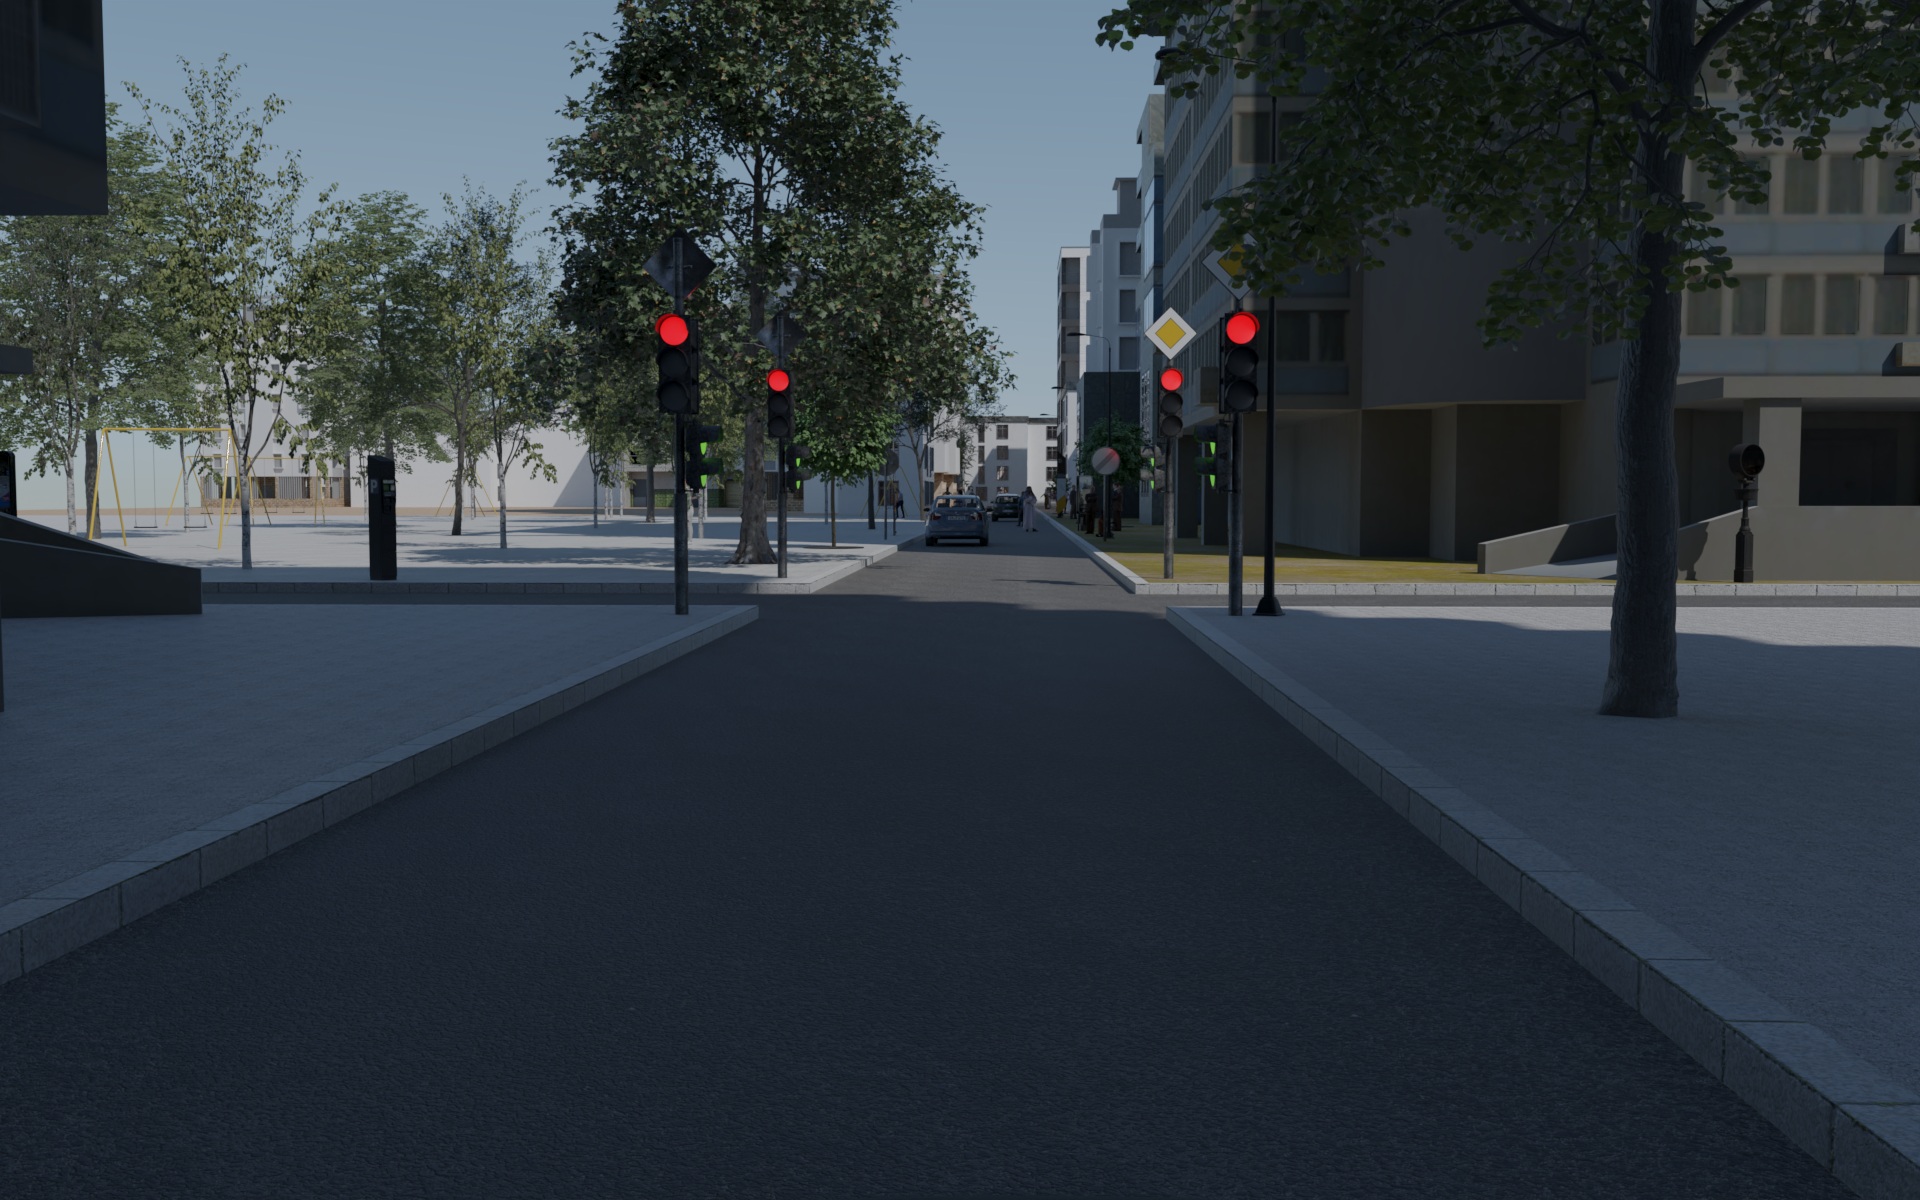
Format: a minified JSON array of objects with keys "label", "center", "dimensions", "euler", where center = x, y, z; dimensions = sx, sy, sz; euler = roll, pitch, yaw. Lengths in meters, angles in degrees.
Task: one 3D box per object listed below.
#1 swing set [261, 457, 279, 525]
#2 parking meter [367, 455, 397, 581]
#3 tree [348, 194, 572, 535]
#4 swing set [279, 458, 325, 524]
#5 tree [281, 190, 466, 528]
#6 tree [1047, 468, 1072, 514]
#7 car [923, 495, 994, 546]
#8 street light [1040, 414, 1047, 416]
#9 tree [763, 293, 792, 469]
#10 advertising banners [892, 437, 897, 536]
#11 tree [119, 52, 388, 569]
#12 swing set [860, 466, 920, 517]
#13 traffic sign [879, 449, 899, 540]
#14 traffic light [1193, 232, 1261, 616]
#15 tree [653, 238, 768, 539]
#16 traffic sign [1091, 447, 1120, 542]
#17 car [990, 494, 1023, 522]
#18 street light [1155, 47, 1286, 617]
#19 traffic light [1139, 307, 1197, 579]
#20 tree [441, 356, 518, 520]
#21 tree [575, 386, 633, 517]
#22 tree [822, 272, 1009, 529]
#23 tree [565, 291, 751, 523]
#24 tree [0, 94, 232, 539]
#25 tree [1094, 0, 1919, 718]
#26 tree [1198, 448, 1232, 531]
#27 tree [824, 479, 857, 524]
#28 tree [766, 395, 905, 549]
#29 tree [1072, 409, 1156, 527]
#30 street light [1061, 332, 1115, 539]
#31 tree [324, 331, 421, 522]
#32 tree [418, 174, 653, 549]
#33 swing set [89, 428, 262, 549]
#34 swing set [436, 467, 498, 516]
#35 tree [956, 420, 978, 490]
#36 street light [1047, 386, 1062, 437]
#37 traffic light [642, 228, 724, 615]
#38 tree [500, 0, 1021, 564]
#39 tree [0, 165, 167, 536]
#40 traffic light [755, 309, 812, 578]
[{"label":"swing set","center":[-30.076,-4.455,70.452],"dimensions":[3.119,2.851,2.862],"euler":[1,4,15]},{"label":"parking meter","center":[-8.597,-1.228,25.784],"dimensions":[0.399,1.863,0.255],"euler":[3,4,37]},{"label":"tree","center":[-15.322,-7.285,53.524],"dimensions":[7.601,10.594,8.767],"euler":[0,4,0]},{"label":"swing set","center":[-28.897,-4.696,74.402],"dimensions":[3.119,2.851,2.862],"euler":[-2,4,-28]},{"label":"tree","center":[-21.797,-8.986,65.042],"dimensions":[7.486,12.596,7.792],"euler":[0,3,0]},{"label":"tree","center":[6.322,-7.138,111.303],"dimensions":[1.663,3.219,1.824],"euler":[0,3,0]},{"label":"car","center":[-0.057,-2.261,48.962],"dimensions":[2.014,1.417,4.499],"euler":[0,4,1]},{"label":"street light","center":[5.302,-7.797,100.014],"dimensions":[1.470,5.913,1.316],"euler":[0,4,2]},{"label":"tree","center":[-10.880,-10.826,95.136],"dimensions":[7.486,12.596,7.792],"euler":[0,3,0]},{"label":"advertising banners","center":[-2.031,-3.504,53.477],"dimensions":[0.090,3.025,2.074],"euler":[0,4,0]},{"label":"tree","center":[-12.090,-4.828,29.292],"dimensions":[4.737,8.622,4.395],"euler":[0,3,0]},{"label":"swing set","center":[-3.851,-6.040,96.374],"dimensions":[2.862,2.851,3.119],"euler":[-1,4,-20]},{"label":"traffic sign","center":[-2.090,-2.967,48.608],"dimensions":[0.768,2.556,0.104],"euler":[0,4,7]},{"label":"traffic light","center":[2.889,-1.789,18.173],"dimensions":[0.839,4.253,0.868],"euler":[0,4,2]},{"label":"tree","center":[-7.242,-6.068,49.579],"dimensions":[4.737,8.622,4.395],"euler":[0,3,0]},{"label":"traffic sign","center":[3.922,-2.854,46.770],"dimensions":[0.768,2.556,0.104],"euler":[0,4,4]},{"label":"car","center":[2.573,-4.972,91.081],"dimensions":[2.009,1.686,4.222],"euler":[0,4,4]},{"label":"street light","center":[2.726,-2.790,18.165],"dimensions":[1.470,5.913,1.316],"euler":[0,4,2]},{"label":"traffic light","center":[3.144,-2.277,26.154],"dimensions":[0.839,4.253,0.868],"euler":[0,4,2]},{"label":"tree","center":[-24.101,-8.279,85.725],"dimensions":[4.360,8.622,3.978],"euler":[0,3,0]},{"label":"tree","center":[-19.598,-9.074,98.722],"dimensions":[4.360,8.622,3.978],"euler":[0,3,0]},{"label":"tree","center":[-3.495,-7.832,62.469],"dimensions":[7.601,10.594,8.767],"euler":[-3,4,-36]},{"label":"tree","center":[-14.022,-9.725,77.126],"dimensions":[7.486,12.596,7.792],"euler":[0,3,0]},{"label":"tree","center":[-24.450,-8.029,49.404],"dimensions":[7.486,12.596,7.792],"euler":[0,3,0]},{"label":"tree","center":[4.373,-5.613,9.895],"dimensions":[7.486,12.596,7.792],"euler":[0,3,0]},{"label":"tree","center":[8.741,-4.016,60.264],"dimensions":[1.663,3.219,1.824],"euler":[0,3,0]},{"label":"tree","center":[-5.442,-7.488,72.796],"dimensions":[4.360,8.622,3.978],"euler":[0,3,0]},{"label":"tree","center":[-2.919,-3.500,40.936],"dimensions":[4.285,4.588,4.351],"euler":[0,3,0]},{"label":"tree","center":[6.078,-5.096,67.039],"dimensions":[4.285,4.588,4.351],"euler":[0,3,0]},{"label":"street light","center":[3.751,-4.725,49.791],"dimensions":[1.470,5.913,1.316],"euler":[0,4,2]},{"label":"tree","center":[-27.486,-7.913,79.746],"dimensions":[4.360,8.622,3.978],"euler":[0,3,0]},{"label":"tree","center":[-10.543,-5.514,40.523],"dimensions":[4.737,8.622,4.395],"euler":[0,3,0]},{"label":"swing set","center":[-18.695,-2.668,41.247],"dimensions":[3.119,2.851,2.862],"euler":[-1,4,-10]},{"label":"swing set","center":[-28.627,-6.297,100.571],"dimensions":[2.862,2.851,3.119],"euler":[0,4,-1]},{"label":"tree","center":[-0.180,-12.601,156.383],"dimensions":[4.737,8.622,4.395],"euler":[0,3,0]},{"label":"street light","center":[4.630,-6.253,74.776],"dimensions":[1.470,5.913,1.316],"euler":[0,4,2]},{"label":"traffic light","center":[-2.950,-1.800,18.343],"dimensions":[0.839,4.253,0.868],"euler":[0,4,2]},{"label":"tree","center":[-3.684,-7.009,31.606],"dimensions":[9.611,12.733,9.660],"euler":[0,3,0]},{"label":"tree","center":[-17.736,-5.106,33.841],"dimensions":[4.360,8.622,3.978],"euler":[0,3,0]},{"label":"traffic light","center":[-2.694,-2.288,26.324],"dimensions":[0.839,4.253,0.868],"euler":[0,4,2]}]
